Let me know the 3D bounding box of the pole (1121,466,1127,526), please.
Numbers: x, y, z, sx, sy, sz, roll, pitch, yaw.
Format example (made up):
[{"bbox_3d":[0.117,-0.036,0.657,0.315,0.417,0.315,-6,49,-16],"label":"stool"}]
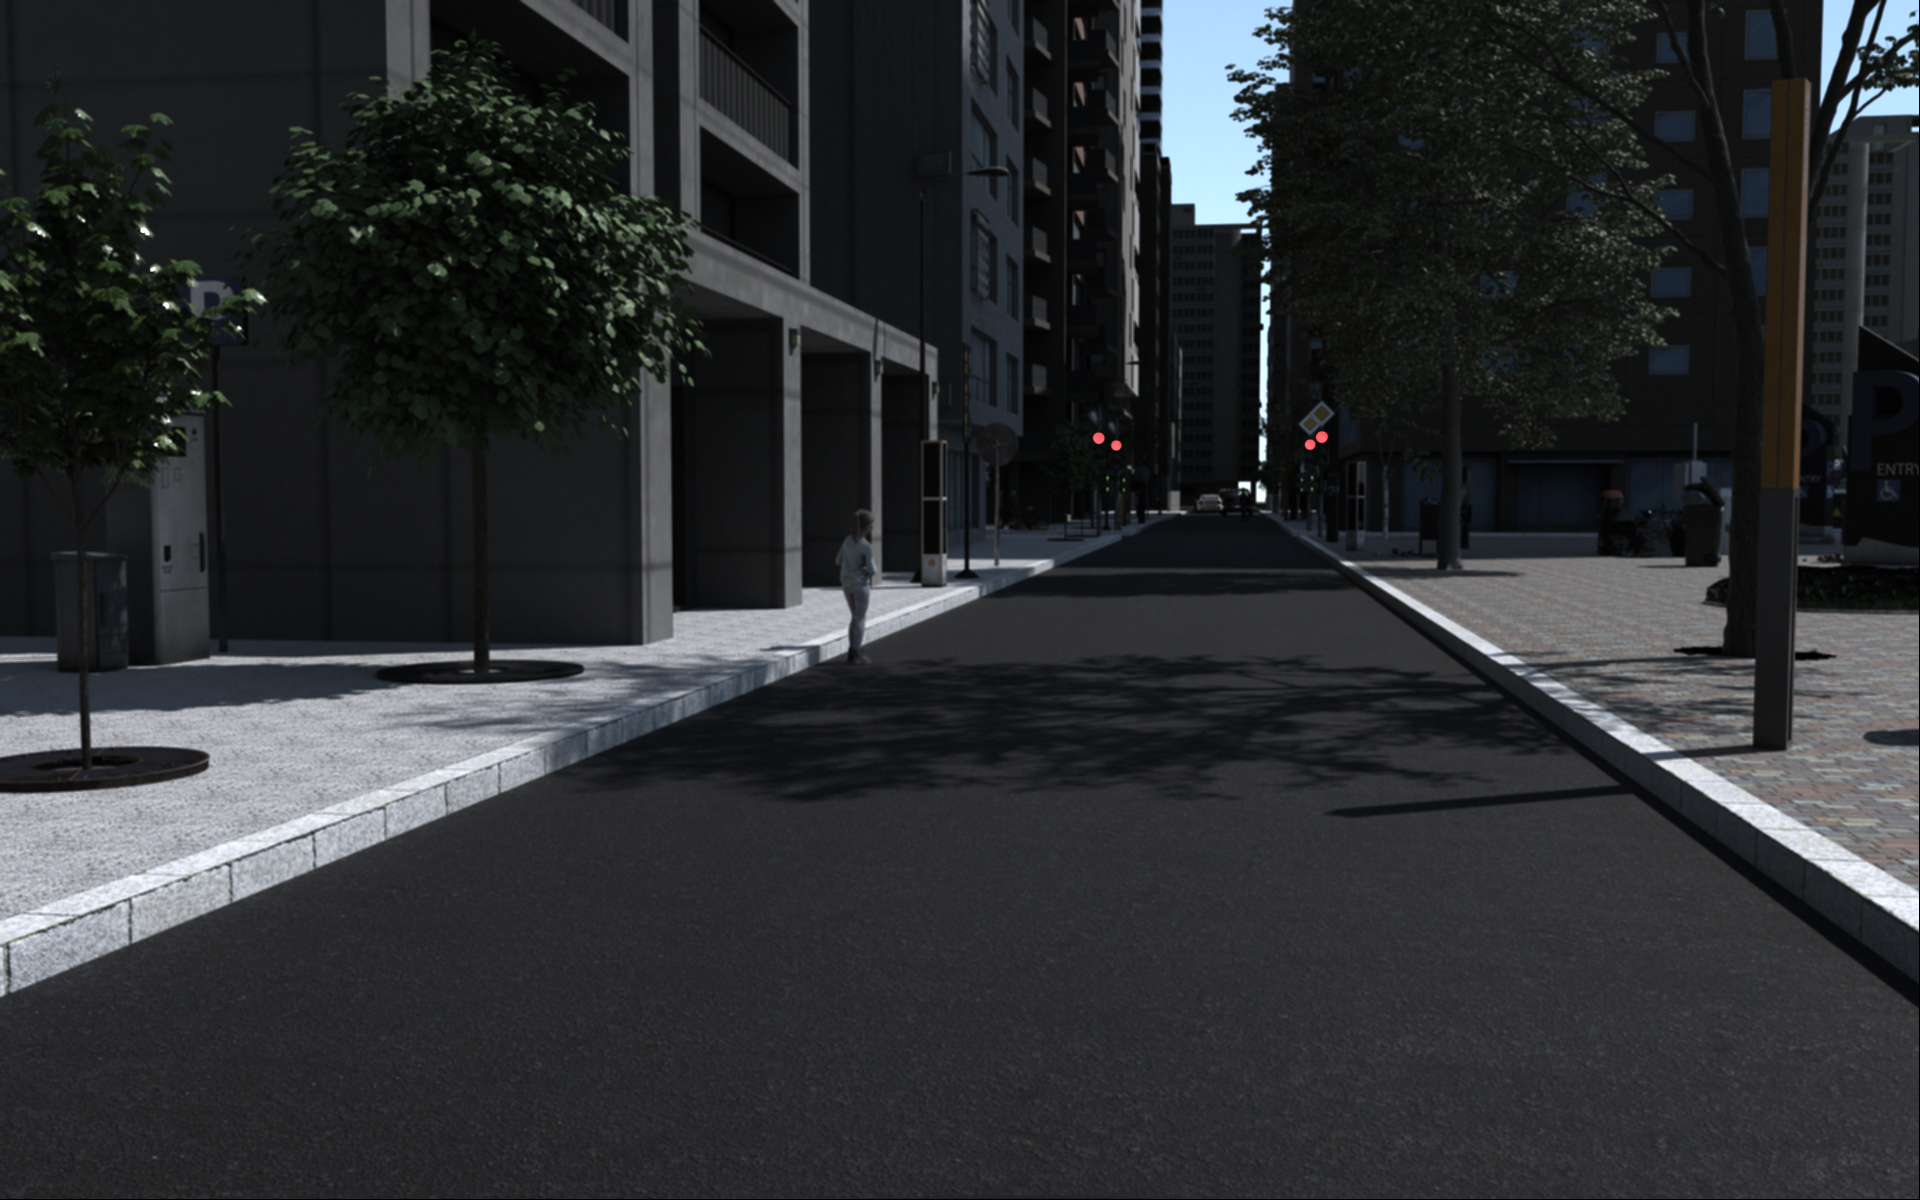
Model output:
[{"bbox_3d":[6.552,-4.604,69.118,0.158,3.312,0.155,0,3,0],"label":"pole"}]

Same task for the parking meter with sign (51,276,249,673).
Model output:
[{"bbox_3d":[-6.144,-1.034,13.173,0.543,3.016,1.738,1,4,11],"label":"parking meter with sign"}]

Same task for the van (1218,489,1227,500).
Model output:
[{"bbox_3d":[22.015,-8.323,143.096,2.013,2.044,4.112,0,4,8],"label":"van"}]

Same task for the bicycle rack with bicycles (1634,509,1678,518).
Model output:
[{"bbox_3d":[16.566,-1.672,40.713,2.852,0.926,2.925,-1,4,-15],"label":"bicycle rack with bicycles"}]

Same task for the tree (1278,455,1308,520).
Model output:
[{"bbox_3d":[16.496,-5.528,84.984,1.663,3.219,1.824,0,3,0],"label":"tree"}]

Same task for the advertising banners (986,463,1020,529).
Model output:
[{"bbox_3d":[1.457,-4.117,63.507,0.090,3.025,2.074,-3,5,-40],"label":"advertising banners"}]

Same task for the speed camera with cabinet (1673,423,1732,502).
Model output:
[{"bbox_3d":[21.046,-3.313,48.501,2.038,3.252,0.660,-1,4,-12],"label":"speed camera with cabinet"}]

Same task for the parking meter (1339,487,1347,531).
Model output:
[{"bbox_3d":[13.277,-3.144,59.811,0.372,1.533,0.369,0,3,0],"label":"parking meter"}]

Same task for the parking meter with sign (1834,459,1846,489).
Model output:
[{"bbox_3d":[43.707,-5.443,85.252,0.543,3.016,1.738,-1,4,-16],"label":"parking meter with sign"}]

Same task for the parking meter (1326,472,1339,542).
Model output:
[{"bbox_3d":[9.962,-2.482,46.291,0.255,1.863,0.399,2,4,26],"label":"parking meter"}]

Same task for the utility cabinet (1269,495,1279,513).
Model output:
[{"bbox_3d":[21.480,-6.529,117.912,0.306,1.237,1.020,1,4,20],"label":"utility cabinet"}]

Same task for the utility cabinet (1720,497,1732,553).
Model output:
[{"bbox_3d":[16.440,-1.623,37.698,1.020,1.237,0.306,-1,4,-20],"label":"utility cabinet"}]

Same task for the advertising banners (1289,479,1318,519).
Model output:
[{"bbox_3d":[17.983,-5.767,90.482,0.090,3.025,2.074,-3,4,-36],"label":"advertising banners"}]

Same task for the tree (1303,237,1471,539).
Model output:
[{"bbox_3d":[12.050,-6.006,48.555,4.737,8.622,4.395,0,3,0],"label":"tree"}]

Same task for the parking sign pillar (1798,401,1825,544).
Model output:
[{"bbox_3d":[21.981,-3.457,44.988,1.447,3.967,1.447,-2,4,-35],"label":"parking sign pillar"}]

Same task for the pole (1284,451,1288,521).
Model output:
[{"bbox_3d":[15.523,-5.416,82.391,0.158,3.312,0.155,0,3,0],"label":"pole"}]

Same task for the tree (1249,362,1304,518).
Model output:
[{"bbox_3d":[18.209,-8.816,94.496,4.737,8.622,4.395,0,3,0],"label":"tree"}]

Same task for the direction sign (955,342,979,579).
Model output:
[{"bbox_3d":[0.105,-2.103,26.374,0.379,3.537,0.876,0,4,6],"label":"direction sign"}]

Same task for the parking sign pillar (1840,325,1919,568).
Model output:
[{"bbox_3d":[14.690,-2.369,27.200,1.447,3.967,1.447,-3,4,-38],"label":"parking sign pillar"}]

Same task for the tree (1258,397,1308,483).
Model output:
[{"bbox_3d":[24.377,-10.945,129.305,4.360,8.622,3.978,0,3,0],"label":"tree"}]

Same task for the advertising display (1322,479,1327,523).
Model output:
[{"bbox_3d":[16.145,-4.316,75.781,0.974,1.923,0.123,-3,5,-40],"label":"advertising display"}]

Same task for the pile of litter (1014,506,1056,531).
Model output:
[{"bbox_3d":[2.644,-2.894,61.275,1.719,0.858,1.176,-1,4,-15],"label":"pile of litter"}]

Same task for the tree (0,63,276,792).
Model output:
[{"bbox_3d":[-4.076,-0.818,7.974,1.663,3.219,1.824,0,3,0],"label":"tree"}]

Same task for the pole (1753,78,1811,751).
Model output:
[{"bbox_3d":[4.113,-0.907,8.665,0.158,3.312,0.155,0,3,0],"label":"pole"}]

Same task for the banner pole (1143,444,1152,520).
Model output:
[{"bbox_3d":[9.248,-5.873,86.047,0.401,3.779,0.863,2,4,27],"label":"banner pole"}]

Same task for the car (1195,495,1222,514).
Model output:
[{"bbox_3d":[18.148,-6.941,125.845,2.083,1.381,4.827,0,4,8],"label":"car"}]

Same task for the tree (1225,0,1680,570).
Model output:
[{"bbox_3d":[7.990,-6.808,29.435,7.486,12.596,7.792,0,3,0],"label":"tree"}]

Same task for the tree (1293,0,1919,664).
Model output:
[{"bbox_3d":[6.358,-5.366,13.492,9.928,11.665,9.643,0,3,0],"label":"tree"}]

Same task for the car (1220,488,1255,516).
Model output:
[{"bbox_3d":[18.403,-6.492,114.821,2.281,1.827,5.304,1,4,10],"label":"car"}]

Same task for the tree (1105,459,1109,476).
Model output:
[{"bbox_3d":[3.694,-3.481,51.513,1.663,3.219,1.824,0,3,0],"label":"tree"}]

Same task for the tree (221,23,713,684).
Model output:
[{"bbox_3d":[-3.505,-1.745,12.246,4.285,4.588,4.351,0,3,0],"label":"tree"}]

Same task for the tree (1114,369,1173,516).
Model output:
[{"bbox_3d":[10.613,-9.352,103.271,4.360,8.622,3.978,0,3,0],"label":"tree"}]

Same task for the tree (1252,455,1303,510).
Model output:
[{"bbox_3d":[25.596,-9.662,141.692,4.285,4.588,4.351,0,3,0],"label":"tree"}]

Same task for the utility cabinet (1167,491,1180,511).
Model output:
[{"bbox_3d":[15.696,-7.256,127.322,0.318,1.500,1.173,3,5,42],"label":"utility cabinet"}]

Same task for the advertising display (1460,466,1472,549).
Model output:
[{"bbox_3d":[11.813,-2.173,40.746,0.123,1.923,0.974,0,4,-3],"label":"advertising display"}]

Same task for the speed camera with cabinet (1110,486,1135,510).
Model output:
[{"bbox_3d":[12.667,-8.664,135.986,2.038,3.252,0.660,1,4,19],"label":"speed camera with cabinet"}]

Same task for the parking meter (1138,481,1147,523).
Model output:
[{"bbox_3d":[7.947,-4.281,75.704,0.255,1.863,0.399,0,4,-5],"label":"parking meter"}]

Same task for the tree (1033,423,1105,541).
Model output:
[{"bbox_3d":[2.926,-3.234,47.471,1.663,3.219,1.824,0,3,0],"label":"tree"}]

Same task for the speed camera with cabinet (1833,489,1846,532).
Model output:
[{"bbox_3d":[29.867,-3.885,57.863,2.038,3.252,0.660,1,4,14],"label":"speed camera with cabinet"}]

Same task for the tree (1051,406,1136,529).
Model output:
[{"bbox_3d":[5.014,-4.959,64.793,4.285,4.588,4.351,0,3,0],"label":"tree"}]

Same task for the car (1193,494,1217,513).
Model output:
[{"bbox_3d":[18.775,-7.493,132.302,2.009,1.686,4.222,1,4,10],"label":"car"}]

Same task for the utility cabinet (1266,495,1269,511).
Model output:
[{"bbox_3d":[23.463,-7.328,130.982,0.306,1.237,1.020,-1,4,-9],"label":"utility cabinet"}]
